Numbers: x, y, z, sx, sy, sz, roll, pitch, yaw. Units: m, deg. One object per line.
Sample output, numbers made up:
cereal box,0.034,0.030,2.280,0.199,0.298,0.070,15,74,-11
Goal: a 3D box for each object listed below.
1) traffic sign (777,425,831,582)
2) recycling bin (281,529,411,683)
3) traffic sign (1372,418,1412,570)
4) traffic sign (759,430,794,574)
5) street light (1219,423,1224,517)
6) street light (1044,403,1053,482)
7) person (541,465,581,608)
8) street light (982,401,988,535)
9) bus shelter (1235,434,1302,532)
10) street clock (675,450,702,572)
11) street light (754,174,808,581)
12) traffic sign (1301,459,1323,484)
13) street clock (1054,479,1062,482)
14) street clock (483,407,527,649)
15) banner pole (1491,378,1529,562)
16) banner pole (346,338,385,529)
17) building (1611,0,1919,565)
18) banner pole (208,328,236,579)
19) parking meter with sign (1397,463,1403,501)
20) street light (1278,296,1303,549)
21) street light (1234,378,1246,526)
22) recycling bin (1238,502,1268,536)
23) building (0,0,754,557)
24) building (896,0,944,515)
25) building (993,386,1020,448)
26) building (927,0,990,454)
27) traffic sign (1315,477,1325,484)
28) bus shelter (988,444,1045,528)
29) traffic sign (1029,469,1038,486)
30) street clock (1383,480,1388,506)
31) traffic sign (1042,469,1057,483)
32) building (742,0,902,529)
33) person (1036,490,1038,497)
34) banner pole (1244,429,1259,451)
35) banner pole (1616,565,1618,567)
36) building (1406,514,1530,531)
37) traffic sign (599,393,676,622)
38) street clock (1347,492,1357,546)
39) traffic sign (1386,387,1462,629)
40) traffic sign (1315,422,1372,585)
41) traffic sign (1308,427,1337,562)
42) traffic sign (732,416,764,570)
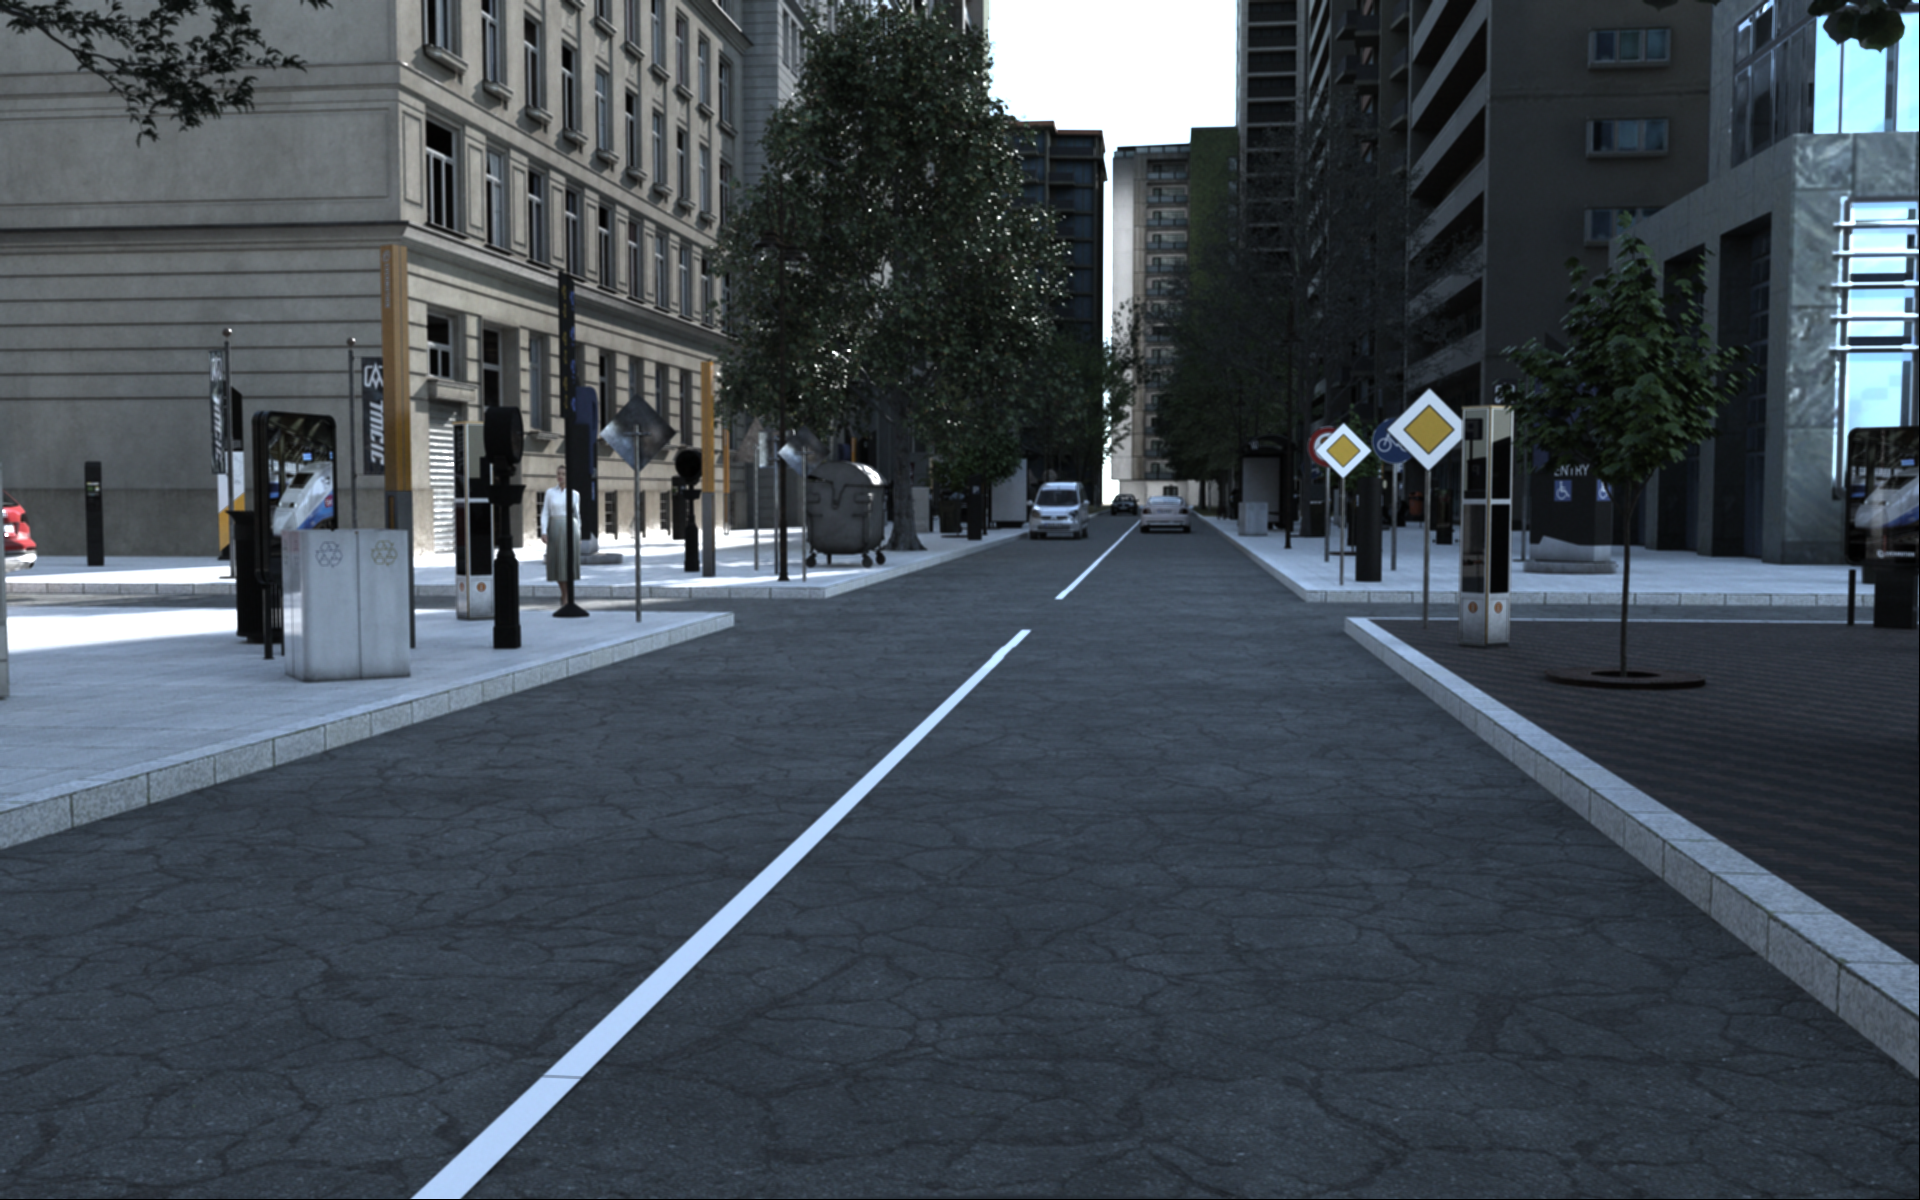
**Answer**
traffic sign,-2.270,-1.321,25.240,0.795,2.450,0.064,0,4,7
recycling bin,-4.337,0.020,12.228,0.722,1.027,0.722,-2,4,-32
traffic sign,7.287,-1.769,29.031,0.768,2.556,0.104,1,4,14
traffic sign,-2.931,-1.559,27.625,0.606,2.300,0.079,1,4,16
street light,14.750,-7.647,97.813,0.468,5.910,1.993,0,4,7
street light,4.155,-6.690,82.176,0.468,5.910,1.993,0,4,7
person,-5.017,-0.804,21.876,0.478,1.798,0.641,0,4,-1
street light,0.776,-4.970,54.045,0.468,5.910,1.993,0,4,7
bus shelter,10.760,-4.090,60.788,2.014,3.302,5.546,0,4,7
street clock,-4.432,-1.469,28.589,0.471,2.002,0.358,1,4,18
street light,-2.611,-3.221,25.453,0.468,5.910,1.993,0,4,7
traffic sign,11.977,-3.594,58.873,0.768,2.556,0.104,1,4,13
street clock,4.826,-4.921,85.023,0.471,2.002,0.358,-2,4,-31
street clock,-3.776,-0.600,14.388,0.358,2.002,0.471,0,4,-2
banner pole,10.525,-2.628,32.990,0.863,3.779,0.401,2,4,25
banner pole,-9.530,-2.315,27.871,0.863,3.779,0.401,0,4,-4
building,31.591,-44.361,37.979,31.000,86.520,22.319,0,4,7
banner pole,-11.236,-2.226,26.413,0.863,3.779,0.401,3,5,43
parking meter with sign,24.577,-6.128,96.460,0.543,3.016,1.738,1,4,12
street light,7.734,-4.152,40.671,0.468,5.910,1.993,0,4,7
street light,11.158,-5.889,69.070,0.468,5.910,1.993,0,4,7
recycling bin,9.008,-2.489,53.245,0.722,1.027,0.722,-1,4,-10
building,-16.651,-13.204,49.163,16.112,22.955,30.059,0,4,7
building,-10.663,-41.140,110.885,20.563,71.187,20.611,0,4,7
building,-10.918,-51.660,157.309,31.000,86.520,22.319,0,4,7
building,-5.439,-27.224,128.703,14.154,41.232,14.086,0,4,7
traffic sign,12.773,-3.801,62.146,0.884,2.594,0.081,1,4,12
bus shelter,2.103,-4.520,67.833,2.014,3.302,5.546,0,4,7
traffic sign,3.541,-5.397,88.248,0.884,2.594,0.081,1,4,10
street clock,21.123,-5.010,86.486,0.471,2.002,0.358,-3,5,-44
traffic sign,4.609,-5.451,89.225,0.768,2.556,0.104,0,4,8
building,-10.200,-18.396,78.273,11.434,29.767,29.804,0,4,7
person,8.163,-10.576,181.517,0.705,1.812,1.348,-1,4,-10
banner pole,11.154,-4.687,66.652,0.863,3.779,0.401,3,5,43
banner pole,11.610,-2.469,30.378,0.863,3.779,0.401,3,5,40
building,30.134,-27.199,68.408,21.300,48.544,21.600,0,4,7
traffic sign,-3.221,-0.836,17.311,0.795,2.450,0.064,0,4,7
street clock,9.721,-2.340,42.827,0.471,2.002,0.358,-2,4,-26
traffic sign,4.416,-0.779,16.378,0.795,2.450,0.064,0,4,7
traffic sign,5.367,-1.264,24.307,0.795,2.450,0.064,0,4,7
traffic sign,6.963,-2.000,32.801,0.768,2.556,0.104,0,4,8
traffic sign,-3.419,-1.776,29.040,0.884,2.594,0.081,1,4,15
